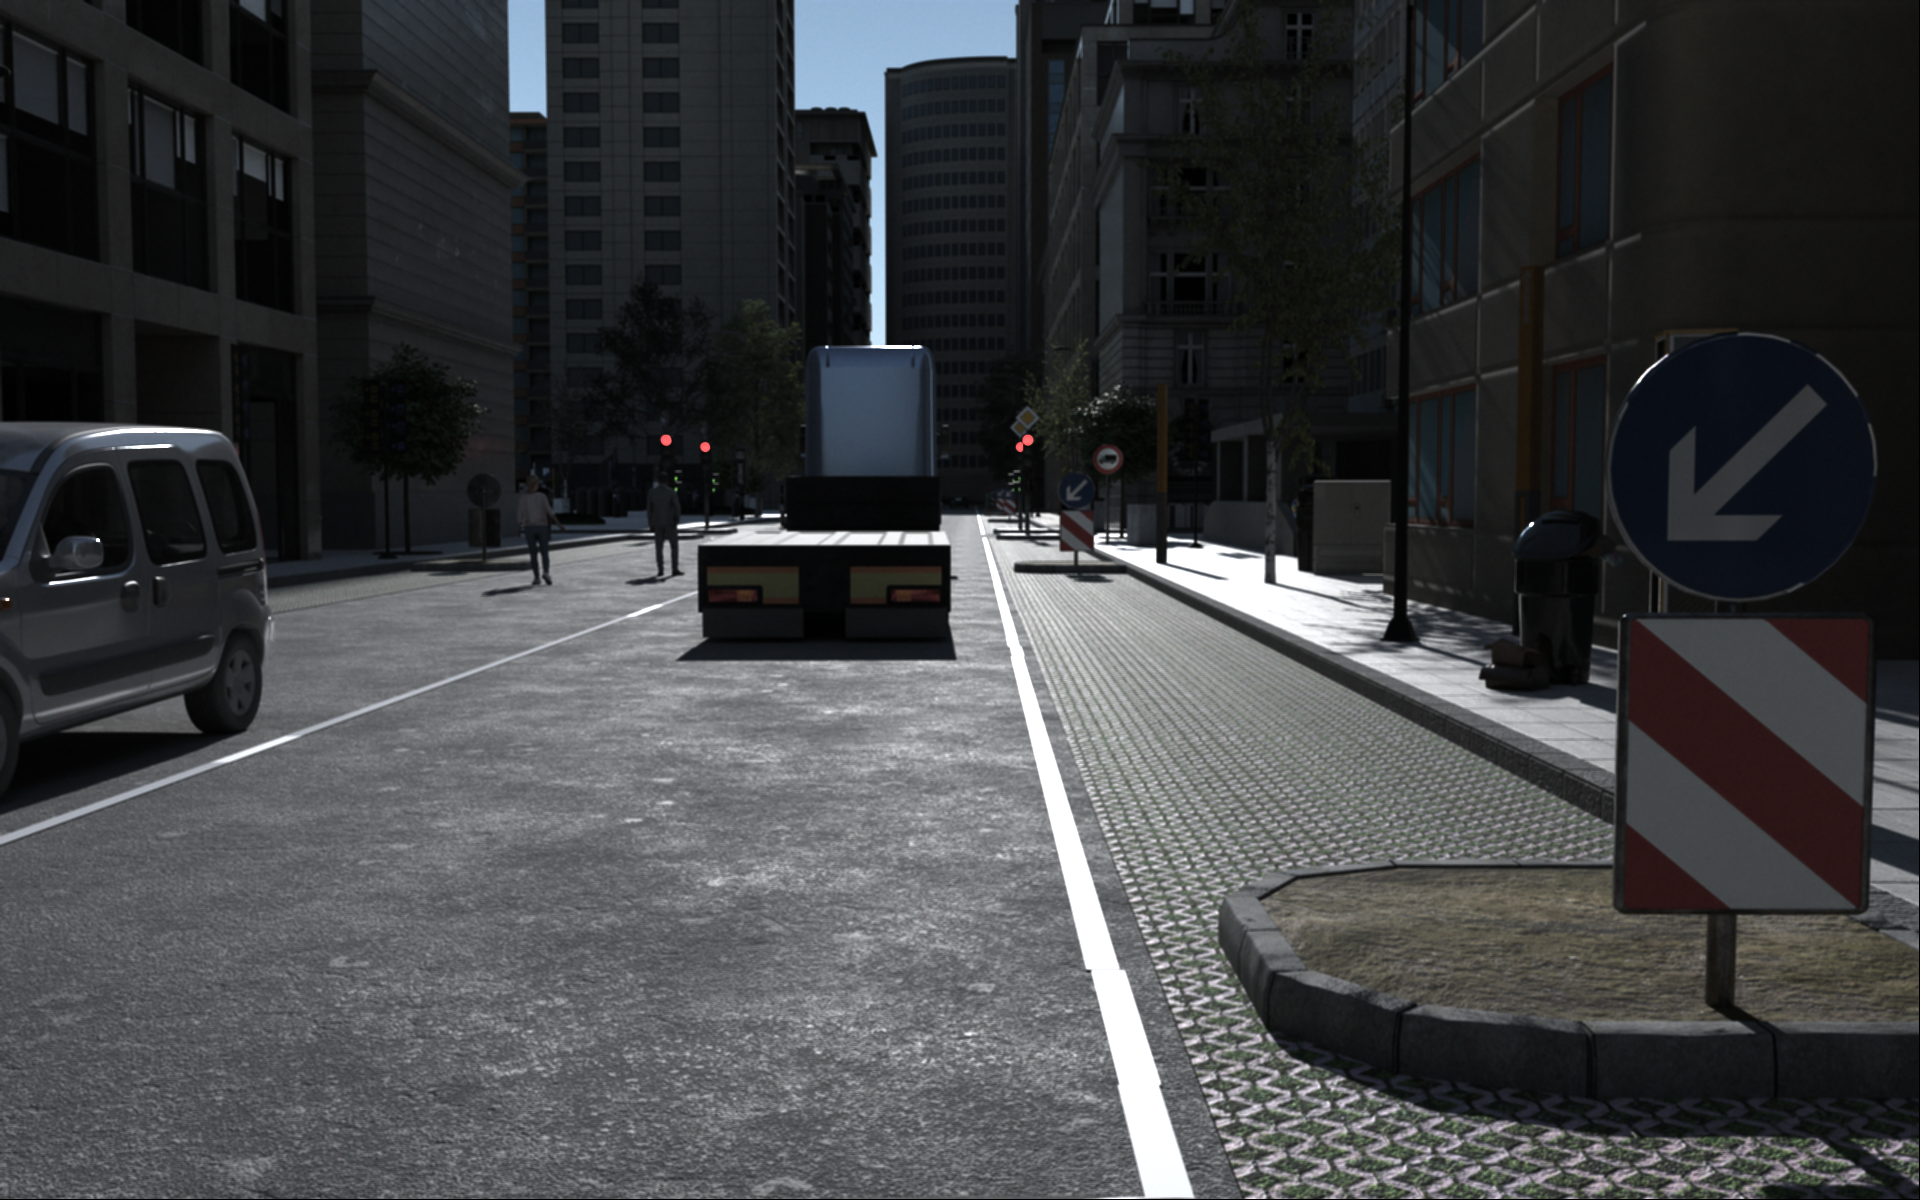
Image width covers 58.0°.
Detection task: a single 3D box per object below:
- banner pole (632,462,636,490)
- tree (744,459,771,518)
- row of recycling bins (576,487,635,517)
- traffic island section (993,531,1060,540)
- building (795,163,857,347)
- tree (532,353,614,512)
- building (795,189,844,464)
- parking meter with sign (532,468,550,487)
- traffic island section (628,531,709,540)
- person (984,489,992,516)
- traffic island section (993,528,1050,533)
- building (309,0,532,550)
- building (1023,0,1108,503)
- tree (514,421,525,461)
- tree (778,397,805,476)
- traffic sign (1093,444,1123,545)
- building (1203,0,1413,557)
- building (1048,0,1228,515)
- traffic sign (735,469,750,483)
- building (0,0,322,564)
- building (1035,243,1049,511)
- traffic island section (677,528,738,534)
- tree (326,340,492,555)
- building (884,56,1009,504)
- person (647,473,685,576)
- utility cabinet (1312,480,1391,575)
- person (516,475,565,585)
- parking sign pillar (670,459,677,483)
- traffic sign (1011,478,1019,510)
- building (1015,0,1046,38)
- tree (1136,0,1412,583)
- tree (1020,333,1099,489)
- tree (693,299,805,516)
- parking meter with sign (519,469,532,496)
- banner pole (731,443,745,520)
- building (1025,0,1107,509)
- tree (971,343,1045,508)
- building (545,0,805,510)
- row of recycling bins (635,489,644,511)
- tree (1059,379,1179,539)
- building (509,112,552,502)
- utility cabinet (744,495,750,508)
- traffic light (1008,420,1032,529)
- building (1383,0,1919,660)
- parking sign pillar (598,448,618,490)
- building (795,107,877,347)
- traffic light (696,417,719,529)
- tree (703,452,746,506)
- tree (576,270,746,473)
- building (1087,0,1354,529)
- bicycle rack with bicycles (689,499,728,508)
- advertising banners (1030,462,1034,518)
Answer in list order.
[{"bbox_3d":[-25.132,-8.789,133.710,0.401,3.779,0.863,1,4,13],"label":"banner pole"},{"bbox_3d":[-11.355,-6.098,94.298,1.663,3.219,1.824,0,3,0],"label":"tree"},{"bbox_3d":[-20.216,-5.535,97.614,3.534,1.692,1.069,2,4,29],"label":"row of recycling bins"},{"bbox_3d":[2.160,-2.000,54.982,2.009,0.180,2.903,0,4,0],"label":"traffic island section"},{"bbox_3d":[-24.084,-30.882,196.803,23.993,40.220,32.217,0,4,0],"label":"building"},{"bbox_3d":[-20.546,-8.589,90.800,4.360,8.622,3.978,0,3,0],"label":"tree"},{"bbox_3d":[-18.599,-24.124,166.134,14.160,30.474,14.107,0,4,0],"label":"building"},{"bbox_3d":[-27.637,-7.245,114.709,0.543,3.016,1.738,-2,4,-29],"label":"parking meter with sign"},{"bbox_3d":[-9.281,-2.005,55.068,2.009,0.180,2.903,0,4,0],"label":"traffic island section"},{"bbox_3d":[1.825,-6.398,113.349,0.529,1.795,0.600,0,4,-7],"label":"person"},{"bbox_3d":[2.217,-2.488,62.967,2.009,0.180,2.903,0,4,0],"label":"traffic island section"},{"bbox_3d":[-24.512,-15.792,45.587,23.554,28.519,14.401,0,4,0],"label":"building"},{"bbox_3d":[16.929,-44.951,173.202,20.563,71.187,20.611,0,4,0],"label":"building"},{"bbox_3d":[-36.112,-11.256,134.395,4.737,8.622,4.395,0,3,0],"label":"tree"},{"bbox_3d":[-11.522,-10.781,126.630,4.737,8.622,4.395,0,3,0],"label":"tree"},{"bbox_3d":[3.752,-2.684,43.987,0.768,2.556,0.104,0,4,5],"label":"traffic sign"},{"bbox_3d":[22.959,-21.349,40.932,32.217,40.220,23.993,0,4,0],"label":"building"},{"bbox_3d":[15.432,-17.986,98.580,19.350,26.468,34.151,0,4,0],"label":"building"},{"bbox_3d":[-10.752,-5.228,85.583,0.768,2.556,0.104,1,4,8],"label":"traffic sign"},{"bbox_3d":[-22.272,-12.957,16.362,19.350,26.468,34.151,0,4,0],"label":"building"},{"bbox_3d":[11.671,-17.793,127.079,11.583,22.565,21.152,0,4,0],"label":"building"},{"bbox_3d":[-9.224,-2.494,63.052,2.009,0.180,2.903,0,4,0],"label":"traffic island section"},{"bbox_3d":[-11.780,-3.265,37.095,4.285,4.588,4.351,0,3,0],"label":"tree"},{"bbox_3d":[4.270,-42.175,231.563,28.212,58.520,21.231,0,4,0],"label":"building"},{"bbox_3d":[-5.199,-1.340,30.509,0.635,1.810,0.391,0,4,-1],"label":"person"},{"bbox_3d":[6.200,-1.146,27.424,1.173,1.500,0.318,1,4,19],"label":"utility cabinet"},{"bbox_3d":[-6.626,-1.118,27.451,0.731,1.740,0.598,-2,4,-24],"label":"person"},{"bbox_3d":[-21.974,-8.758,131.669,1.447,3.967,1.447,1,4,15],"label":"parking sign pillar"},{"bbox_3d":[4.413,-8.318,136.110,0.768,2.556,0.104,0,4,7],"label":"traffic sign"},{"bbox_3d":[16.885,-40.123,198.017,21.231,58.520,28.212,0,4,0],"label":"building"},{"bbox_3d":[4.706,-4.544,24.665,4.737,8.622,4.395,0,3,0],"label":"tree"},{"bbox_3d":[4.856,-7.832,78.407,4.360,8.622,3.978,0,3,0],"label":"tree"},{"bbox_3d":[-12.089,-11.208,101.377,7.486,12.596,7.792,0,3,0],"label":"tree"},{"bbox_3d":[-30.615,-7.681,121.842,1.738,3.016,0.543,2,4,34],"label":"parking meter with sign"},{"bbox_3d":[-10.856,-5.774,84.420,0.863,3.779,0.401,-1,4,-11],"label":"banner pole"},{"bbox_3d":[13.055,-30.970,156.471,14.600,45.320,14.200,0,4,0],"label":"building"},{"bbox_3d":[5.549,-14.562,144.742,9.857,13.997,8.962,0,3,0],"label":"tree"},{"bbox_3d":[-22.496,-43.359,147.178,20.563,71.187,20.611,0,4,0],"label":"building"},{"bbox_3d":[-25.028,-7.489,129.556,1.069,1.692,3.534,2,4,35],"label":"row of recycling bins"},{"bbox_3d":[4.581,-4.042,49.794,4.285,4.588,4.351,0,3,0],"label":"tree"},{"bbox_3d":[-50.480,-33.452,201.564,28.867,44.769,22.147,0,4,0],"label":"building"},{"bbox_3d":[-15.065,-6.813,122.551,0.306,1.237,1.020,0,4,-1],"label":"utility cabinet"},{"bbox_3d":[2.177,-4.522,62.853,0.839,4.253,0.868,0,4,0],"label":"traffic light"},{"bbox_3d":[19.174,-9.915,7.148,27.650,21.520,28.899,0,4,0],"label":"building"},{"bbox_3d":[-20.162,-6.878,100.921,1.447,3.967,1.447,-1,4,-15],"label":"parking sign pillar"},{"bbox_3d":[-23.551,-39.575,236.292,27.495,52.752,28.713,0,4,0],"label":"building"},{"bbox_3d":[-9.184,-4.526,62.917,0.839,4.253,0.868,0,4,0],"label":"traffic light"},{"bbox_3d":[-17.659,-8.945,129.964,4.285,4.588,4.351,0,3,0],"label":"tree"},{"bbox_3d":[-12.643,-8.478,73.029,7.601,10.594,8.767,-1,4,-15],"label":"tree"},{"bbox_3d":[17.528,-13.889,68.889,24.055,21.916,13.314,0,4,0],"label":"building"},{"bbox_3d":[-17.884,-6.682,122.638,2.925,0.926,2.852,-3,4,-37],"label":"bicycle rack with bicycles"},{"bbox_3d":[3.940,-6.008,94.412,0.090,3.025,2.074,0,4,6],"label":"advertising banners"}]
